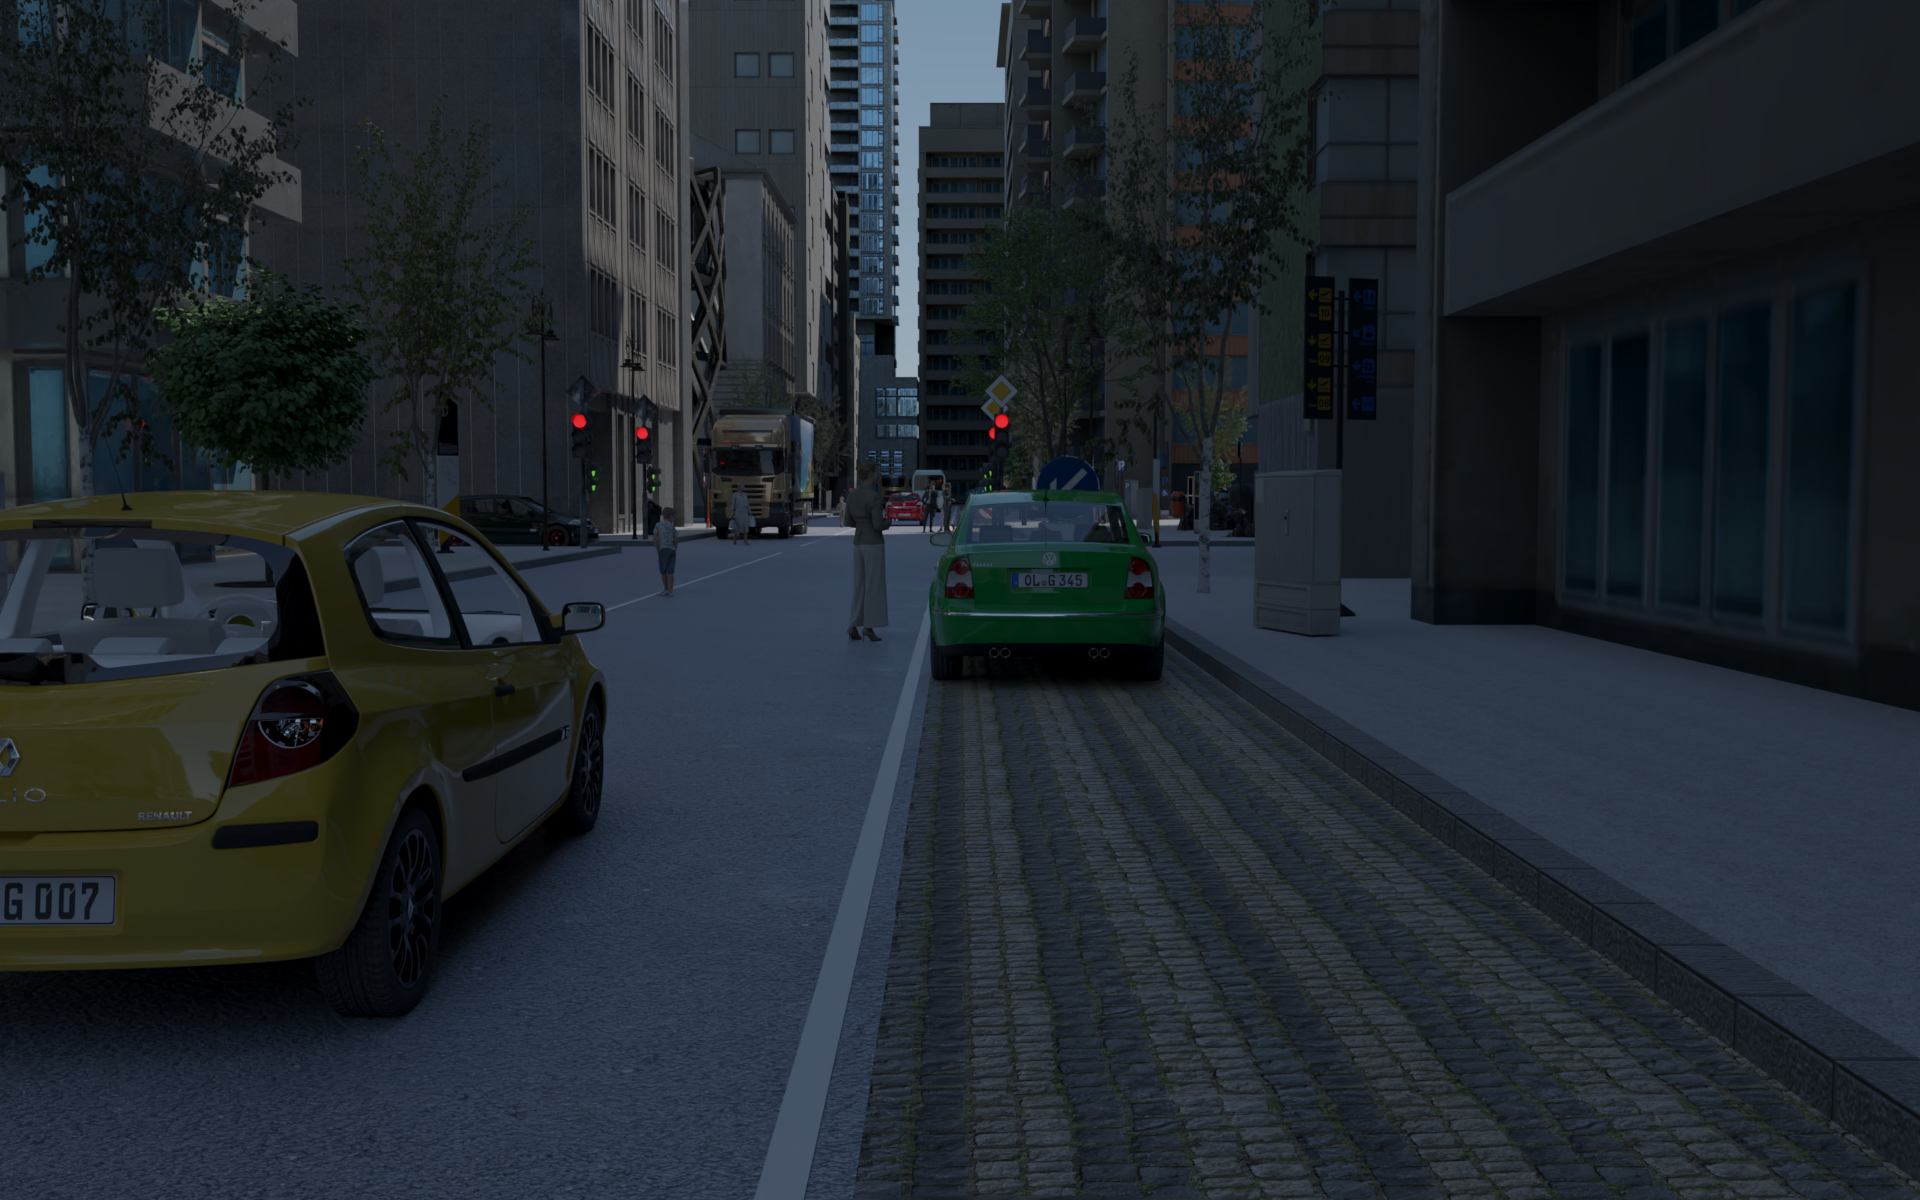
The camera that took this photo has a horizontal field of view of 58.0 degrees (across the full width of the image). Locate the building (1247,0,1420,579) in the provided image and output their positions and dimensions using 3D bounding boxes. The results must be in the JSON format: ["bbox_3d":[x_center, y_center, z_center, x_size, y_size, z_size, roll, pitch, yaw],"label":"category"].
[{"bbox_3d":[12.418,-21.302,31.876,14.154,41.232,14.086,0,3,0],"label":"building"}]

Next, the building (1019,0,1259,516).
[{"bbox_3d":[14.958,-27.772,108.691,22.147,44.769,28.867,0,3,0],"label":"building"}]

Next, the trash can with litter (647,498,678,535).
[{"bbox_3d":[-9.363,-2.609,54.037,1.055,1.170,0.624,-1,4,-22],"label":"trash can with litter"}]

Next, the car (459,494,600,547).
[{"bbox_3d":[-11.463,-2.135,44.698,4.222,1.686,2.009,0,4,-1],"label":"car"}]

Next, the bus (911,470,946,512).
[{"bbox_3d":[-2.512,-8.841,139.411,2.948,3.499,13.247,0,4,-1],"label":"bus"}]

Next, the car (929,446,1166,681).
[{"bbox_3d":[0.694,-0.356,14.618,1.959,1.807,4.718,0,4,1],"label":"car"}]

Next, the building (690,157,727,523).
[{"bbox_3d":[-19.130,-12.853,77.595,16.820,18.784,16.811,0,3,0],"label":"building"}]

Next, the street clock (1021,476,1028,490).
[{"bbox_3d":[2.628,-4.048,70.757,0.358,2.002,0.471,1,4,13],"label":"street clock"}]

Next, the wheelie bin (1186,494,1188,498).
[{"bbox_3d":[11.217,-4.564,82.531,0.980,1.594,0.693,2,4,25],"label":"wheelie bin"}]

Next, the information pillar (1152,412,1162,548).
[{"bbox_3d":[4.702,-3.061,41.409,0.183,3.616,0.504,1,4,15],"label":"information pillar"}]

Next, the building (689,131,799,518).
[{"bbox_3d":[-15.142,-15.428,101.406,9.793,20.994,18.267,0,3,0],"label":"building"}]

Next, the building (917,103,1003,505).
[{"bbox_3d":[5.569,-36.348,217.987,21.600,48.544,21.300,0,3,0],"label":"building"}]

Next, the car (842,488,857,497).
[{"bbox_3d":[-6.298,-6.145,109.137,2.281,1.827,5.304,0,4,-2],"label":"car"}]

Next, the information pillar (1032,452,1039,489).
[{"bbox_3d":[3.728,-5.784,85.930,0.183,3.616,0.504,2,4,35],"label":"information pillar"}]

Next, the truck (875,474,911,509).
[{"bbox_3d":[-6.402,-10.596,169.165,3.469,3.379,9.791,0,4,0],"label":"truck"}]

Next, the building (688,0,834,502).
[{"bbox_3d":[-24.417,-33.491,136.813,28.713,52.752,27.495,0,3,0],"label":"building"}]

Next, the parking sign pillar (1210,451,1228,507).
[{"bbox_3d":[13.861,-6.458,94.055,1.447,3.967,1.447,-1,4,-11],"label":"parking sign pillar"}]

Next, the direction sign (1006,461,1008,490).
[{"bbox_3d":[3.030,-7.246,110.463,0.379,3.537,0.876,1,4,16],"label":"direction sign"}]

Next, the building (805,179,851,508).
[{"bbox_3d":[-17.478,-23.643,158.256,14.160,30.474,14.107,0,3,0],"label":"building"}]

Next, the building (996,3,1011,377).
[{"bbox_3d":[18.473,-36.410,184.535,28.713,52.752,27.495,0,3,0],"label":"building"}]

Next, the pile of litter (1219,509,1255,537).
[{"bbox_3d":[8.540,-2.306,51.674,1.176,0.858,1.719,-2,4,-30],"label":"pile of litter"}]

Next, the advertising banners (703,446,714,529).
[{"bbox_3d":[-9.380,-4.173,64.413,0.090,3.025,2.074,0,4,1],"label":"advertising banners"}]

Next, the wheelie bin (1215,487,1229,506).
[{"bbox_3d":[11.137,-3.989,73.132,0.693,1.594,0.980,-1,4,-17],"label":"wheelie bin"}]

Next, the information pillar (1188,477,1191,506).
[{"bbox_3d":[9.852,-4.211,73.338,0.304,2.012,0.304,-3,5,-44],"label":"information pillar"}]

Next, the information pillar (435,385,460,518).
[{"bbox_3d":[-11.094,-2.820,37.465,0.504,3.616,0.183,-3,5,-43],"label":"information pillar"}]

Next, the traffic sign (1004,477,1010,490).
[{"bbox_3d":[2.668,-5.969,98.780,0.795,2.450,0.064,0,4,7],"label":"traffic sign"}]

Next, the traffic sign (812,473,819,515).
[{"bbox_3d":[-8.988,-6.446,105.504,0.768,2.556,0.104,0,4,1],"label":"traffic sign"}]

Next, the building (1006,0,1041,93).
[{"bbox_3d":[15.193,-32.811,160.162,21.300,48.544,21.600,0,3,0],"label":"building"}]

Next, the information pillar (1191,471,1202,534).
[{"bbox_3d":[7.767,-3.146,55.936,0.304,2.012,0.304,-2,4,-30],"label":"information pillar"}]

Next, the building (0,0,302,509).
[{"bbox_3d":[-27.990,-24.888,26.527,30.456,49.044,23.786,0,3,0],"label":"building"}]

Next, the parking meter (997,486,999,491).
[{"bbox_3d":[2.615,-6.623,113.992,0.399,1.863,0.255,0,4,1],"label":"parking meter"}]

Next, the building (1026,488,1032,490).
[{"bbox_3d":[21.157,-27.237,137.206,32.217,40.220,23.993,0,3,0],"label":"building"}]

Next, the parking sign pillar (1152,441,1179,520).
[{"bbox_3d":[10.309,-6.044,87.293,1.447,3.967,1.447,0,4,5],"label":"parking sign pillar"}]

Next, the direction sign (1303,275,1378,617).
[{"bbox_3d":[3.986,-1.602,18.189,0.876,3.537,0.379,-1,4,-21],"label":"direction sign"}]

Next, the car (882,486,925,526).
[{"bbox_3d":[-2.494,-4.278,78.982,2.155,1.783,4.494,0,4,-1],"label":"car"}]

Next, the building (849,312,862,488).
[{"bbox_3d":[-25.698,-20.811,185.306,28.899,21.520,27.650,0,3,0],"label":"building"}]

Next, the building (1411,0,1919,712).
[{"bbox_3d":[15.288,-23.373,5.859,21.300,48.544,21.600,0,3,0],"label":"building"}]

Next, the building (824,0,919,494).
[{"bbox_3d":[-20.731,-55.359,217.796,31.000,86.520,22.319,0,3,0],"label":"building"}]

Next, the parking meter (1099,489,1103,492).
[{"bbox_3d":[6.798,-4.675,84.852,0.372,1.533,0.369,0,3,0],"label":"parking meter"}]

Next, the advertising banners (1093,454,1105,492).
[{"bbox_3d":[5.948,-4.805,74.745,0.090,3.025,2.074,-1,4,-13],"label":"advertising banners"}]

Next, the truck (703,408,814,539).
[{"bbox_3d":[-6.650,-4.281,58.911,2.839,4.237,11.283,0,4,0],"label":"truck"}]

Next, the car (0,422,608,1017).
[{"bbox_3d":[-2.373,0.249,6.156,2.015,1.641,3.980,0,4,-1],"label":"car"}]

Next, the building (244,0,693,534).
[{"bbox_3d":[-16.699,-14.722,58.733,12.078,24.808,19.932,0,3,0],"label":"building"}]
